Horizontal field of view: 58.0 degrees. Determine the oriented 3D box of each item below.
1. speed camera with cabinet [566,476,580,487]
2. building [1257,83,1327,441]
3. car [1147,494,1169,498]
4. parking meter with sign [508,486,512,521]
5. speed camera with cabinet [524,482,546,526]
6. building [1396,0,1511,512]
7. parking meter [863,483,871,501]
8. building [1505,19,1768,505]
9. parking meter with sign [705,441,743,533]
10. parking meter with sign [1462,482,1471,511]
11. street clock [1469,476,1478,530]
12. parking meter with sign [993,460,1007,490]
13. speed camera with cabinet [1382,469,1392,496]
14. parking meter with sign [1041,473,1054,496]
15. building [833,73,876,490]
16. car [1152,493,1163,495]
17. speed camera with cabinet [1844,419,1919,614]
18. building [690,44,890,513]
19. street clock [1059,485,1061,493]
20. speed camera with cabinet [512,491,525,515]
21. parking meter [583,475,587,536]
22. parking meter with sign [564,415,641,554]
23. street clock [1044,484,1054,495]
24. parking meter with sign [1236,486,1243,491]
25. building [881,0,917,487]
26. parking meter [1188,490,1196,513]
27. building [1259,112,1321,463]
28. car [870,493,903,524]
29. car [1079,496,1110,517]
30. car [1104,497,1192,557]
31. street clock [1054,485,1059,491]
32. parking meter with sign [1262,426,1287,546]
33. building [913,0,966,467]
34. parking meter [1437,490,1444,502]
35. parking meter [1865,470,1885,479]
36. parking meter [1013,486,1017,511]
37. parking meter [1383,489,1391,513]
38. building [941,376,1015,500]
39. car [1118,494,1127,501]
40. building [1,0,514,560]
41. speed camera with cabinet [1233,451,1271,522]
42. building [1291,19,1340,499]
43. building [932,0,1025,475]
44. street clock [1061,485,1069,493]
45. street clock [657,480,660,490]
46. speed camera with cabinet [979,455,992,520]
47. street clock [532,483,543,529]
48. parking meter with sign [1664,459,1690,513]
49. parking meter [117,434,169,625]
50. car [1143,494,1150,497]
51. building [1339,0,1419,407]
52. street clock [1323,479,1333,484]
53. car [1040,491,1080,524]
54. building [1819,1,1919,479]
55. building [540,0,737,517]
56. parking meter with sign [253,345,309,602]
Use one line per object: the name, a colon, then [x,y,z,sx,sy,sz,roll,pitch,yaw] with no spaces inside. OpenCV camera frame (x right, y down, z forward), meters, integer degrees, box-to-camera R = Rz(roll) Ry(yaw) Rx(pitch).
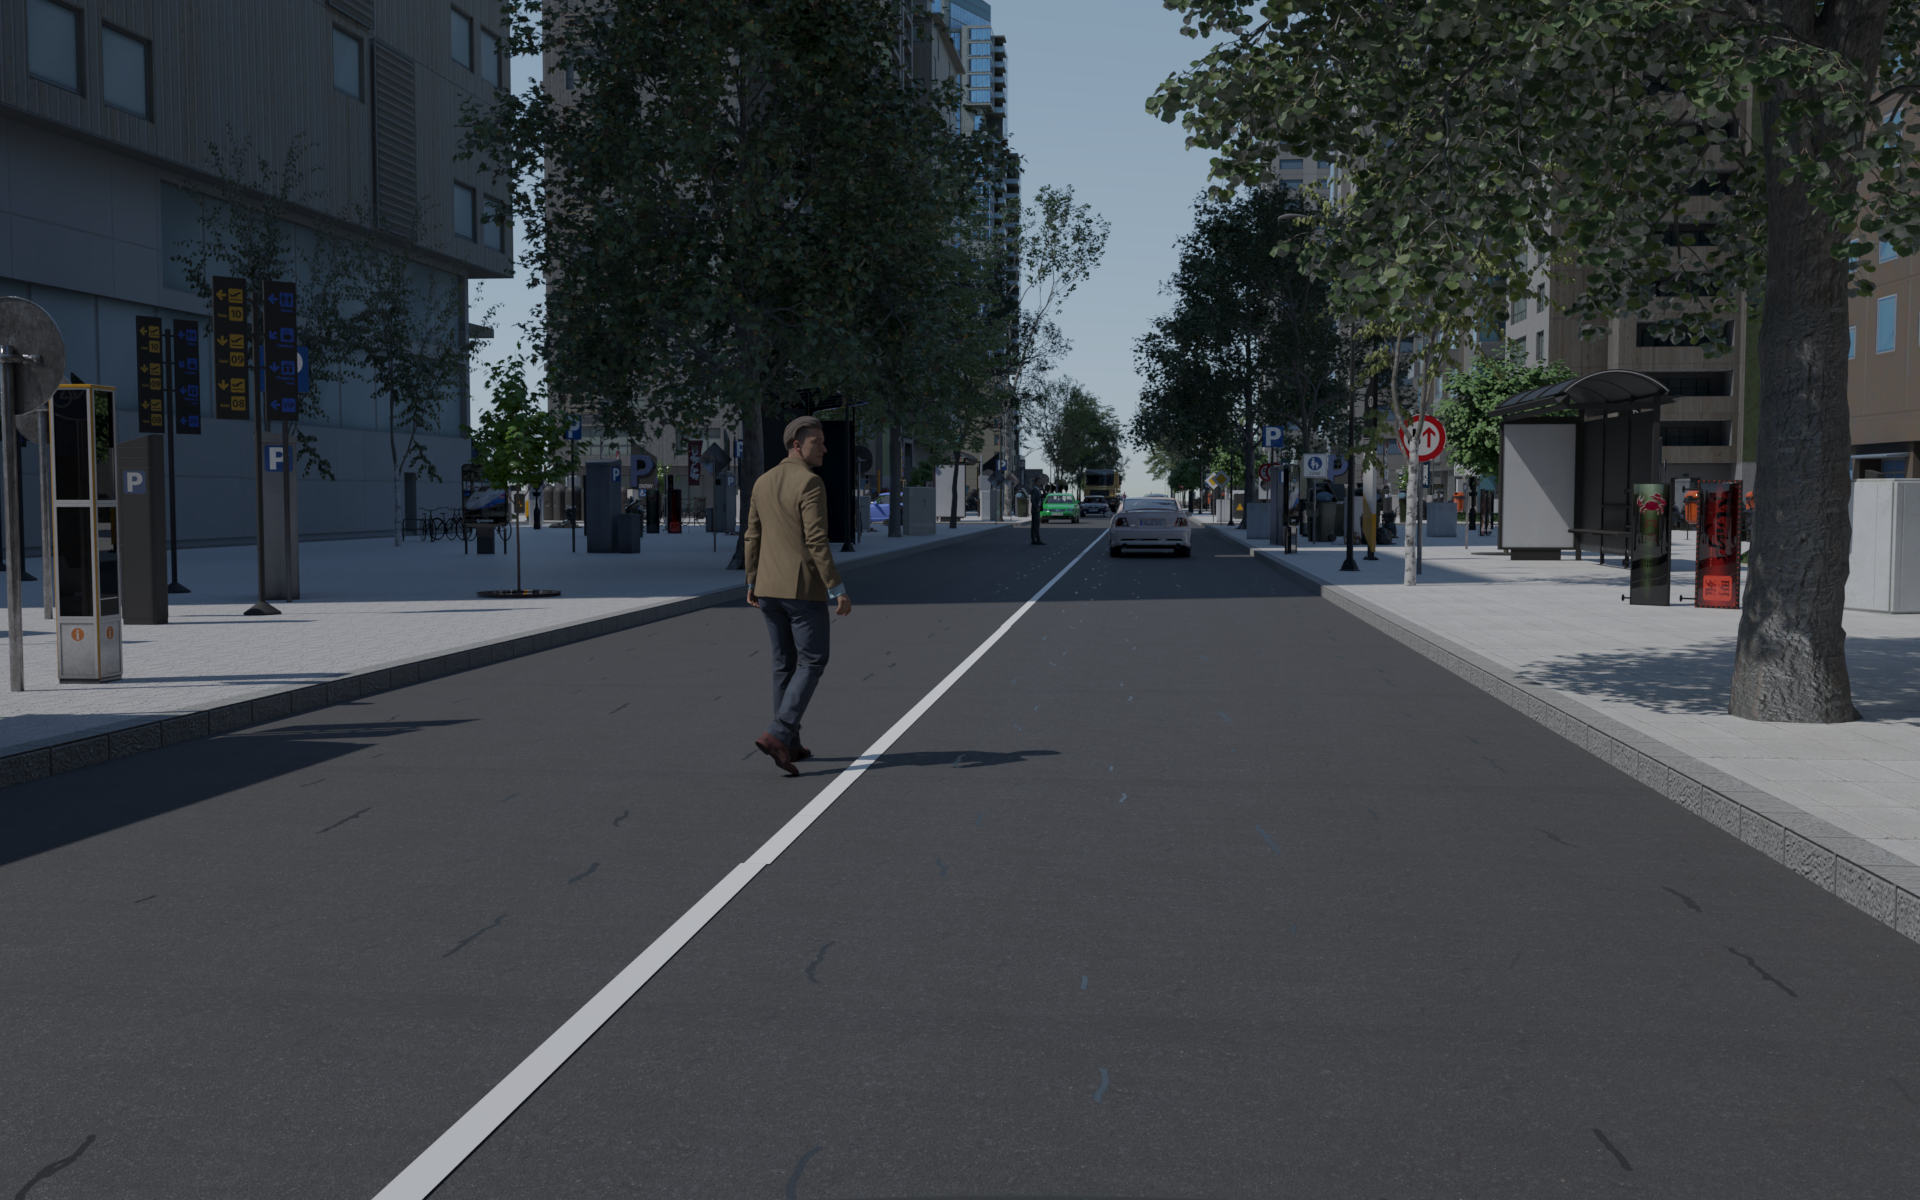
speed camera with cabinet: [-19.000,-5.739,88.175,2.038,3.252,0.660,-1,4,-16]
building: [60.076,-52.569,297.760,20.563,71.187,20.611,0,4,6]
car: [12.094,-5.750,106.022,2.014,1.417,4.499,0,4,5]
parking meter with sign: [-21.966,-5.205,81.369,1.738,3.016,0.543,0,4,3]
speed camera with cabinet: [-17.194,-4.638,70.164,0.660,3.252,2.038,-1,4,-14]
building: [46.365,-31.217,129.998,23.786,49.044,30.456,0,4,6]
parking meter: [-4.853,-5.192,90.595,0.399,1.863,0.255,1,4,8]
building: [38.086,-19.696,93.727,14.107,30.474,14.160,0,4,6]
parking meter with sign: [-7.834,-3.755,57.657,1.738,3.016,0.543,3,5,43]
parking meter with sign: [32.662,-7.102,112.377,0.543,3.016,1.738,-1,4,-14]
street clock: [18.211,-3.482,61.508,0.358,2.002,0.471,-1,4,-17]
parking meter with sign: [1.963,-5.655,88.719,0.543,3.016,1.738,-1,4,-10]
speed camera with cabinet: [33.733,-8.877,139.477,2.038,3.252,0.660,2,4,30]
parking meter with sign: [7.439,-9.042,144.104,1.738,3.016,0.543,3,4,37]
building: [-14.017,-28.987,124.050,14.600,45.320,14.200,0,4,6]
car: [22.245,-11.384,195.165,2.155,1.783,4.494,0,4,6]
speed camera with cabinet: [9.962,-1.531,19.360,0.660,3.252,2.038,-1,4,-12]
building: [-13.790,-28.305,146.378,14.154,41.232,14.086,0,4,6]
street clock: [7.972,-8.140,137.662,0.471,2.002,0.358,-1,4,-11]
speed camera with cabinet: [-25.837,-6.702,103.919,2.038,3.252,0.660,0,4,-7]
parking meter: [-11.343,-2.905,53.213,0.255,1.863,0.399,3,5,43]
parking meter with sign: [-7.764,-2.536,37.720,1.738,3.016,0.543,2,4,25]
street clock: [6.346,-7.387,125.350,0.471,2.002,0.358,-1,4,-13]
parking meter with sign: [18.957,-7.453,118.109,1.738,3.016,0.543,0,4,-1]
building: [-13.063,-44.525,166.232,20.563,71.187,20.611,0,4,6]
parking meter: [15.806,-6.735,118.531,0.372,1.533,0.369,0,3,0]
building: [57.962,-44.728,273.298,21.231,58.520,28.212,0,4,6]
car: [-3.218,-4.147,77.392,3.694,1.707,1.945,0,4,4]
car: [8.455,-5.899,109.031,1.945,1.354,3.894,0,4,6]
car: [4.455,-1.745,40.892,2.083,1.381,4.827,0,4,5]
street clock: [7.316,-8.070,136.518,0.471,2.002,0.358,-1,4,-10]
parking meter with sign: [8.081,-2.897,43.633,0.543,3.016,1.738,0,4,-5]
building: [-14.790,-36.834,191.474,28.713,52.752,27.495,0,4,6]
parking meter: [27.560,-5.560,99.322,0.372,1.533,0.369,0,3,0]
parking meter: [22.014,-2.201,41.704,0.255,1.863,0.399,-2,4,-24]
parking meter: [3.677,-6.504,112.047,0.399,1.863,0.255,3,5,43]
parking meter: [22.169,-4.988,89.968,0.372,1.533,0.369,0,3,0]
building: [-6.240,-25.972,269.677,27.650,21.520,28.899,0,4,6]
car: [29.069,-18.483,311.228,2.155,1.783,4.494,0,4,5]
building: [-29.558,-27.953,46.274,27.495,52.752,28.713,0,4,6]
speed camera with cabinet: [13.647,-5.270,80.503,2.038,3.252,0.660,2,4,30]
building: [50.219,-53.968,195.055,22.319,86.520,31.000,0,4,6]
building: [0.436,-60.215,297.179,22.319,86.520,31.000,0,4,6]
street clock: [8.365,-8.060,136.348,0.358,2.002,0.471,2,4,24]
street clock: [-15.801,-5.230,90.077,0.358,2.002,0.471,-3,4,-36]
speed camera with cabinet: [1.298,-5.638,86.510,0.660,3.252,2.038,0,4,-2]
street clock: [-15.353,-3.562,62.809,0.471,2.002,0.358,2,4,25]
parking meter with sign: [36.096,-5.519,86.499,1.738,3.016,0.543,1,4,21]
parking meter: [-8.046,-0.692,17.028,0.399,1.863,0.255,0,4,5]
car: [33.523,-18.236,308.384,2.015,1.641,3.980,0,4,8]
building: [46.971,-38.169,166.057,21.231,58.520,28.212,0,4,6]
street clock: [17.722,-4.831,83.561,0.471,2.002,0.358,2,4,29]
car: [4.923,-4.673,85.198,1.959,1.807,4.718,0,4,7]
building: [32.411,-24.215,46.034,14.600,45.320,14.200,0,4,6]
building: [-15.575,-25.597,102.113,14.154,41.232,14.086,0,4,6]
parking meter with sign: [-8.337,-1.523,21.169,0.543,3.016,1.738,-2,4,-28]
